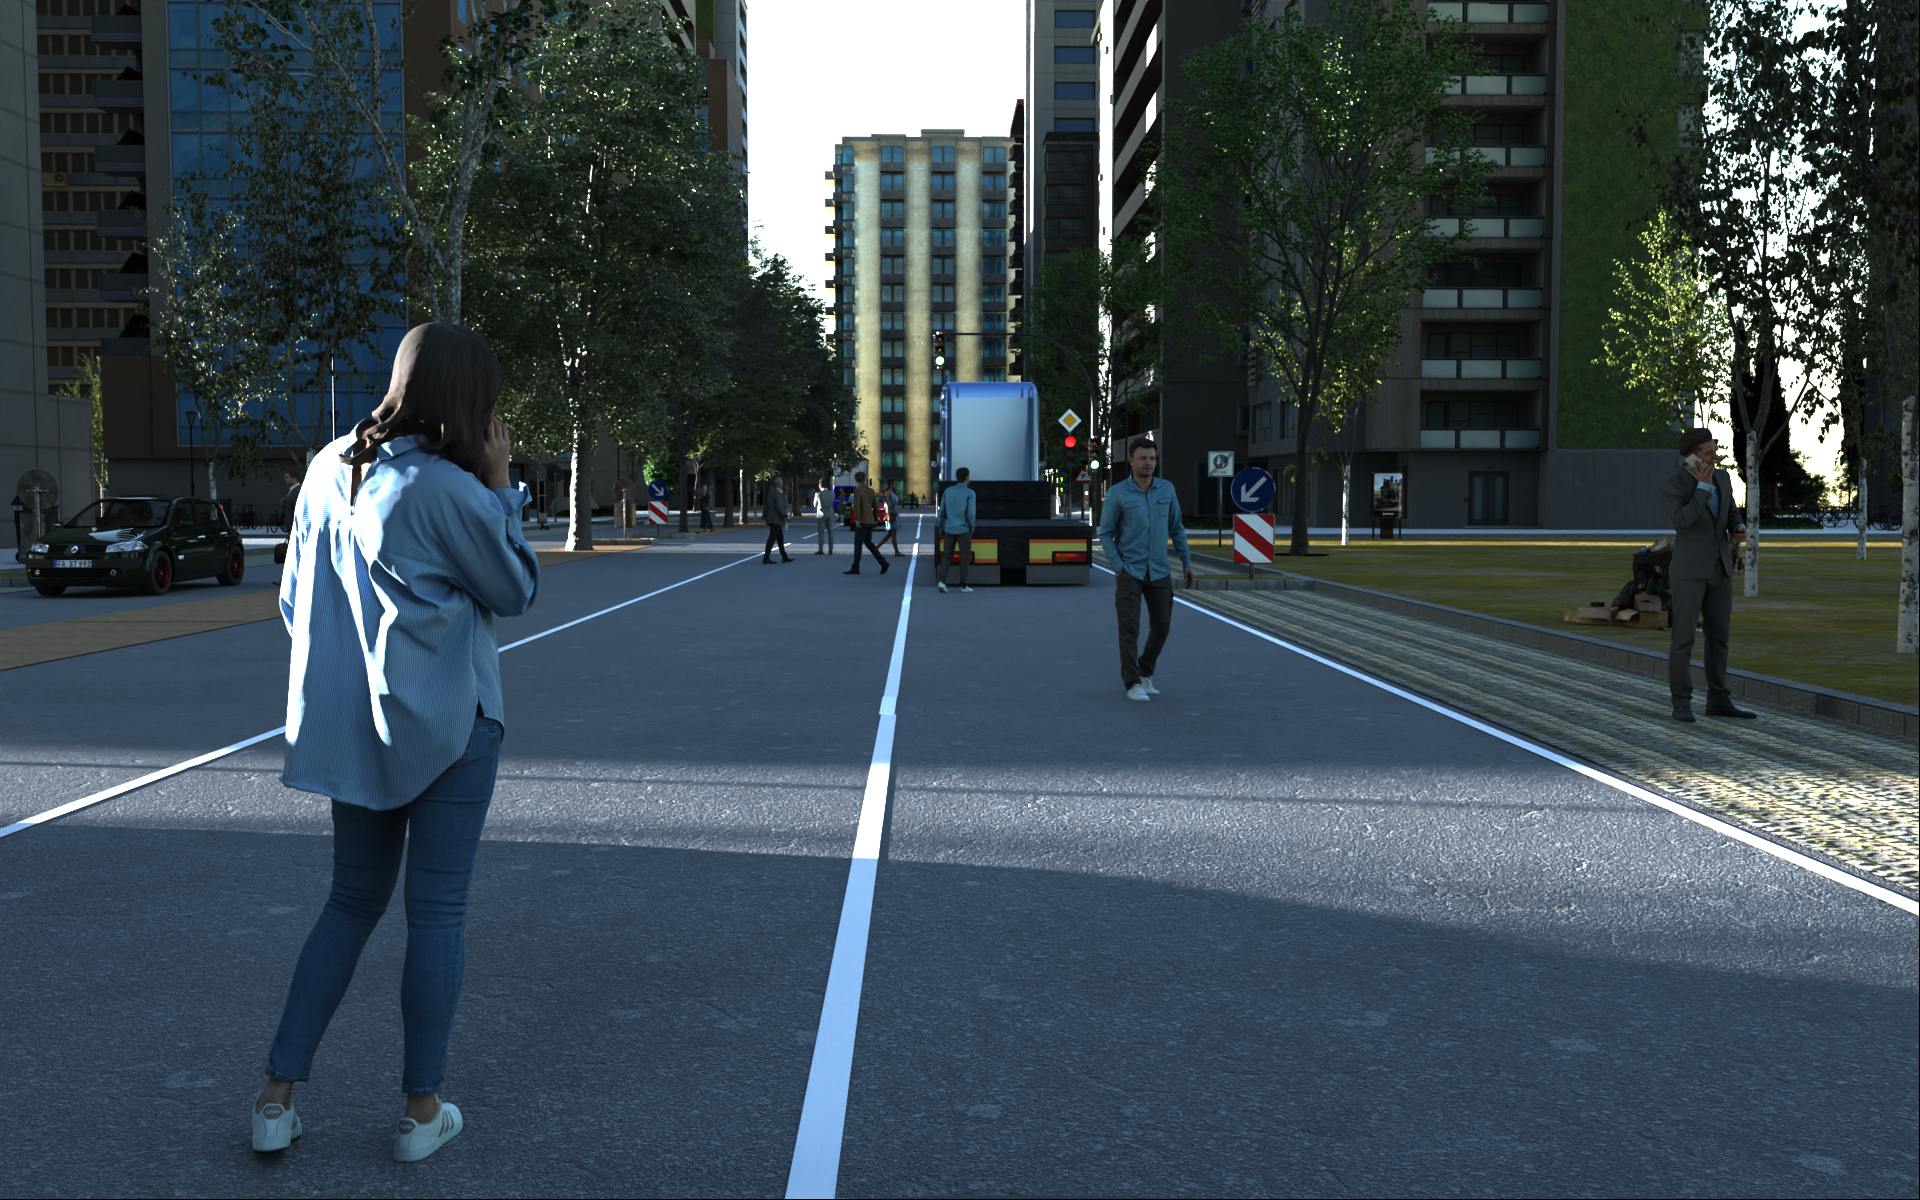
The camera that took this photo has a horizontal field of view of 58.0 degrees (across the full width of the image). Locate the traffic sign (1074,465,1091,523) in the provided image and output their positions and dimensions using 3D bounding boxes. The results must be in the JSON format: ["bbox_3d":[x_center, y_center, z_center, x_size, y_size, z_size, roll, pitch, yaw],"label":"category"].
[{"bbox_3d":[5.447,-4.665,76.273,0.884,2.594,0.081,0,4,8],"label":"traffic sign"}]

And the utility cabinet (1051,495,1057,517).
[{"bbox_3d":[4.974,-5.276,97.428,0.306,1.237,1.020,-3,5,-44],"label":"utility cabinet"}]

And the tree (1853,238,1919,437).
[{"bbox_3d":[26.046,-5.891,46.685,4.737,8.622,4.395,0,3,0],"label":"tree"}]

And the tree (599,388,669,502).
[{"bbox_3d":[-18.949,-9.219,101.096,4.737,8.622,4.395,0,3,0],"label":"tree"}]

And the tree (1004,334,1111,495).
[{"bbox_3d":[5.340,-10.124,99.942,8.767,10.594,7.601,0,4,-3],"label":"tree"}]

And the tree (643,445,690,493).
[{"bbox_3d":[-19.562,-8.037,115.126,4.285,4.588,4.351,0,3,0],"label":"tree"}]

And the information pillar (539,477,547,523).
[{"bbox_3d":[-18.201,-4.347,75.570,0.304,2.012,0.304,0,4,3],"label":"information pillar"}]

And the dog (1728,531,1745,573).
[{"bbox_3d":[12.808,-0.857,28.395,0.800,0.831,0.513,-1,4,-15],"label":"dog"}]

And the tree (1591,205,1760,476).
[{"bbox_3d":[18.273,-5.691,43.412,4.737,8.622,4.395,0,3,0],"label":"tree"}]

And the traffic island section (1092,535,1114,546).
[{"bbox_3d":[3.782,-1.639,49.080,2.009,0.180,2.903,0,4,-1],"label":"traffic island section"}]

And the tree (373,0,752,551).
[{"bbox_3d":[-9.642,-8.221,43.522,9.857,13.997,8.962,0,3,0],"label":"tree"}]

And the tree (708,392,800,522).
[{"bbox_3d":[-10.515,-8.316,88.791,4.360,8.622,3.978,0,3,0],"label":"tree"}]

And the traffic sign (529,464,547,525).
[{"bbox_3d":[-17.778,-4.453,72.912,0.768,2.556,0.104,0,3,0],"label":"traffic sign"}]

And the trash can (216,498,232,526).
[{"bbox_3d":[-23.889,-2.714,56.023,0.748,1.137,0.748,0,3,0],"label":"trash can"}]

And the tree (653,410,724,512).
[{"bbox_3d":[-18.861,-11.625,124.483,7.601,10.594,8.767,2,4,31],"label":"tree"}]

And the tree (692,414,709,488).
[{"bbox_3d":[-19.483,-11.372,136.289,4.360,8.622,3.978,0,3,0],"label":"tree"}]

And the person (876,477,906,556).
[{"bbox_3d":[-1.627,-1.897,39.608,0.778,1.811,0.616,1,4,13],"label":"person"}]

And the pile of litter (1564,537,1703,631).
[{"bbox_3d":[6.641,-0.186,17.001,1.176,0.858,1.719,0,4,0],"label":"pile of litter"}]

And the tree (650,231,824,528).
[{"bbox_3d":[-9.984,-9.378,73.916,7.486,12.596,7.792,0,3,0],"label":"tree"}]

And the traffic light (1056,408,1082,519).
[{"bbox_3d":[3.579,-4.161,56.948,0.839,4.253,0.868,0,4,-1],"label":"traffic light"}]

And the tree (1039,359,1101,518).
[{"bbox_3d":[5.516,-8.631,91.481,4.737,8.622,4.395,0,3,0],"label":"tree"}]

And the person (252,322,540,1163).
[{"bbox_3d":[-1.244,0.307,3.750,0.793,1.790,0.793,0,4,-8],"label":"person"}]

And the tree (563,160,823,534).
[{"bbox_3d":[-9.973,-9.134,62.161,12.009,13.543,11.850,0,3,0],"label":"tree"}]

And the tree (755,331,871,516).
[{"bbox_3d":[-10.589,-11.721,111.105,9.611,12.733,9.660,0,3,0],"label":"tree"}]

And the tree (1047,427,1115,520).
[{"bbox_3d":[5.941,-6.206,85.176,4.285,4.588,4.351,0,3,0],"label":"tree"}]

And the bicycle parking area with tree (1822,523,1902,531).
[{"bbox_3d":[35.575,-4.651,63.052,9.016,4.147,8.231,1,4,21],"label":"bicycle parking area with tree"}]

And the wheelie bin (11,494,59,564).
[{"bbox_3d":[-17.100,-1.478,32.073,0.980,1.594,0.693,3,5,44],"label":"wheelie bin"}]

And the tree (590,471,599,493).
[{"bbox_3d":[-25.382,-7.506,117.332,1.663,3.219,1.824,0,3,0],"label":"tree"}]

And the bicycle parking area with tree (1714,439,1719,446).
[{"bbox_3d":[39.320,-6.939,100.448,8.231,4.147,9.016,1,4,21],"label":"bicycle parking area with tree"}]

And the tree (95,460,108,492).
[{"bbox_3d":[-38.954,-5.248,80.411,1.663,3.219,1.824,0,3,0],"label":"tree"}]

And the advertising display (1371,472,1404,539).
[{"bbox_3d":[12.286,-2.729,49.830,0.974,1.923,0.123,-1,4,-15],"label":"advertising display"}]

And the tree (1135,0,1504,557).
[{"bbox_3d":[7.207,-6.716,35.556,9.928,11.665,9.643,0,3,0],"label":"tree"}]

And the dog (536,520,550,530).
[{"bbox_3d":[-16.531,-2.961,68.612,0.550,0.427,0.748,-1,4,-13],"label":"dog"}]

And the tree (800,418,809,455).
[{"bbox_3d":[-10.486,-9.256,104.158,4.360,8.622,3.978,0,3,0],"label":"tree"}]

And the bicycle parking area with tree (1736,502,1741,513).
[{"bbox_3d":[48.167,-7.566,110.706,8.231,4.147,9.016,2,4,30],"label":"bicycle parking area with tree"}]

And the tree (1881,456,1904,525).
[{"bbox_3d":[38.706,-4.700,71.448,1.663,3.219,1.824,0,3,0],"label":"tree"}]

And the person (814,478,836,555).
[{"bbox_3d":[-3.231,-1.984,41.122,0.511,1.800,0.466,-3,4,-37],"label":"person"}]

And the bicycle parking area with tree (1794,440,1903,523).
[{"bbox_3d":[47.977,-6.368,91.112,8.231,4.147,9.016,-1,4,-23],"label":"bicycle parking area with tree"}]

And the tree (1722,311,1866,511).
[{"bbox_3d":[59.733,-13.514,122.774,13.155,14.587,18.604,0,4,-6],"label":"tree"}]

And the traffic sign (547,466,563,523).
[{"bbox_3d":[-18.163,-4.746,77.695,0.768,2.556,0.104,0,4,6],"label":"traffic sign"}]

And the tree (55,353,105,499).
[{"bbox_3d":[-43.941,-8.422,88.058,4.737,8.622,4.395,0,3,0],"label":"tree"}]

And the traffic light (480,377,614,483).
[{"bbox_3d":[-13.588,-5.012,56.619,4.771,5.953,1.251,0,4,-1],"label":"traffic light"}]

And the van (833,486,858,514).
[{"bbox_3d":[-8.382,-7.624,129.032,2.240,2.365,5.245,0,4,1],"label":"van"}]

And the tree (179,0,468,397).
[{"bbox_3d":[-8.944,-4.342,23.813,4.360,8.622,3.978,0,3,0],"label":"tree"}]

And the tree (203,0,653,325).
[{"bbox_3d":[-10.520,-10.621,32.000,12.611,20.169,13.585,0,3,0],"label":"tree"}]

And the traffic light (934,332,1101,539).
[{"bbox_3d":[1.652,-4.533,48.781,4.771,5.953,1.251,0,4,-1],"label":"traffic light"}]

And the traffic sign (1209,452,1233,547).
[{"bbox_3d":[6.275,-2.422,41.732,0.606,2.300,0.079,0,4,5],"label":"traffic sign"}]

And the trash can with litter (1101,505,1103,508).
[{"bbox_3d":[5.440,-2.965,59.870,1.055,1.170,0.624,0,4,-5],"label":"trash can with litter"}]

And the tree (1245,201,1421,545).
[{"bbox_3d":[9.676,-5.720,43.888,4.737,8.622,4.395,0,3,0],"label":"tree"}]

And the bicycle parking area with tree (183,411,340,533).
[{"bbox_3d":[-24.143,-4.481,60.264,8.231,4.147,9.016,1,4,19],"label":"bicycle parking area with tree"}]

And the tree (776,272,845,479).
[{"bbox_3d":[-10.768,-11.452,96.354,9.857,13.997,8.962,0,3,0],"label":"tree"}]

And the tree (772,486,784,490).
[{"bbox_3d":[-21.800,-12.981,206.832,1.663,3.219,1.824,0,3,0],"label":"tree"}]

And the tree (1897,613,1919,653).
[{"bbox_3d":[7.559,-3.864,13.541,4.360,8.622,3.978,0,3,0],"label":"tree"}]
